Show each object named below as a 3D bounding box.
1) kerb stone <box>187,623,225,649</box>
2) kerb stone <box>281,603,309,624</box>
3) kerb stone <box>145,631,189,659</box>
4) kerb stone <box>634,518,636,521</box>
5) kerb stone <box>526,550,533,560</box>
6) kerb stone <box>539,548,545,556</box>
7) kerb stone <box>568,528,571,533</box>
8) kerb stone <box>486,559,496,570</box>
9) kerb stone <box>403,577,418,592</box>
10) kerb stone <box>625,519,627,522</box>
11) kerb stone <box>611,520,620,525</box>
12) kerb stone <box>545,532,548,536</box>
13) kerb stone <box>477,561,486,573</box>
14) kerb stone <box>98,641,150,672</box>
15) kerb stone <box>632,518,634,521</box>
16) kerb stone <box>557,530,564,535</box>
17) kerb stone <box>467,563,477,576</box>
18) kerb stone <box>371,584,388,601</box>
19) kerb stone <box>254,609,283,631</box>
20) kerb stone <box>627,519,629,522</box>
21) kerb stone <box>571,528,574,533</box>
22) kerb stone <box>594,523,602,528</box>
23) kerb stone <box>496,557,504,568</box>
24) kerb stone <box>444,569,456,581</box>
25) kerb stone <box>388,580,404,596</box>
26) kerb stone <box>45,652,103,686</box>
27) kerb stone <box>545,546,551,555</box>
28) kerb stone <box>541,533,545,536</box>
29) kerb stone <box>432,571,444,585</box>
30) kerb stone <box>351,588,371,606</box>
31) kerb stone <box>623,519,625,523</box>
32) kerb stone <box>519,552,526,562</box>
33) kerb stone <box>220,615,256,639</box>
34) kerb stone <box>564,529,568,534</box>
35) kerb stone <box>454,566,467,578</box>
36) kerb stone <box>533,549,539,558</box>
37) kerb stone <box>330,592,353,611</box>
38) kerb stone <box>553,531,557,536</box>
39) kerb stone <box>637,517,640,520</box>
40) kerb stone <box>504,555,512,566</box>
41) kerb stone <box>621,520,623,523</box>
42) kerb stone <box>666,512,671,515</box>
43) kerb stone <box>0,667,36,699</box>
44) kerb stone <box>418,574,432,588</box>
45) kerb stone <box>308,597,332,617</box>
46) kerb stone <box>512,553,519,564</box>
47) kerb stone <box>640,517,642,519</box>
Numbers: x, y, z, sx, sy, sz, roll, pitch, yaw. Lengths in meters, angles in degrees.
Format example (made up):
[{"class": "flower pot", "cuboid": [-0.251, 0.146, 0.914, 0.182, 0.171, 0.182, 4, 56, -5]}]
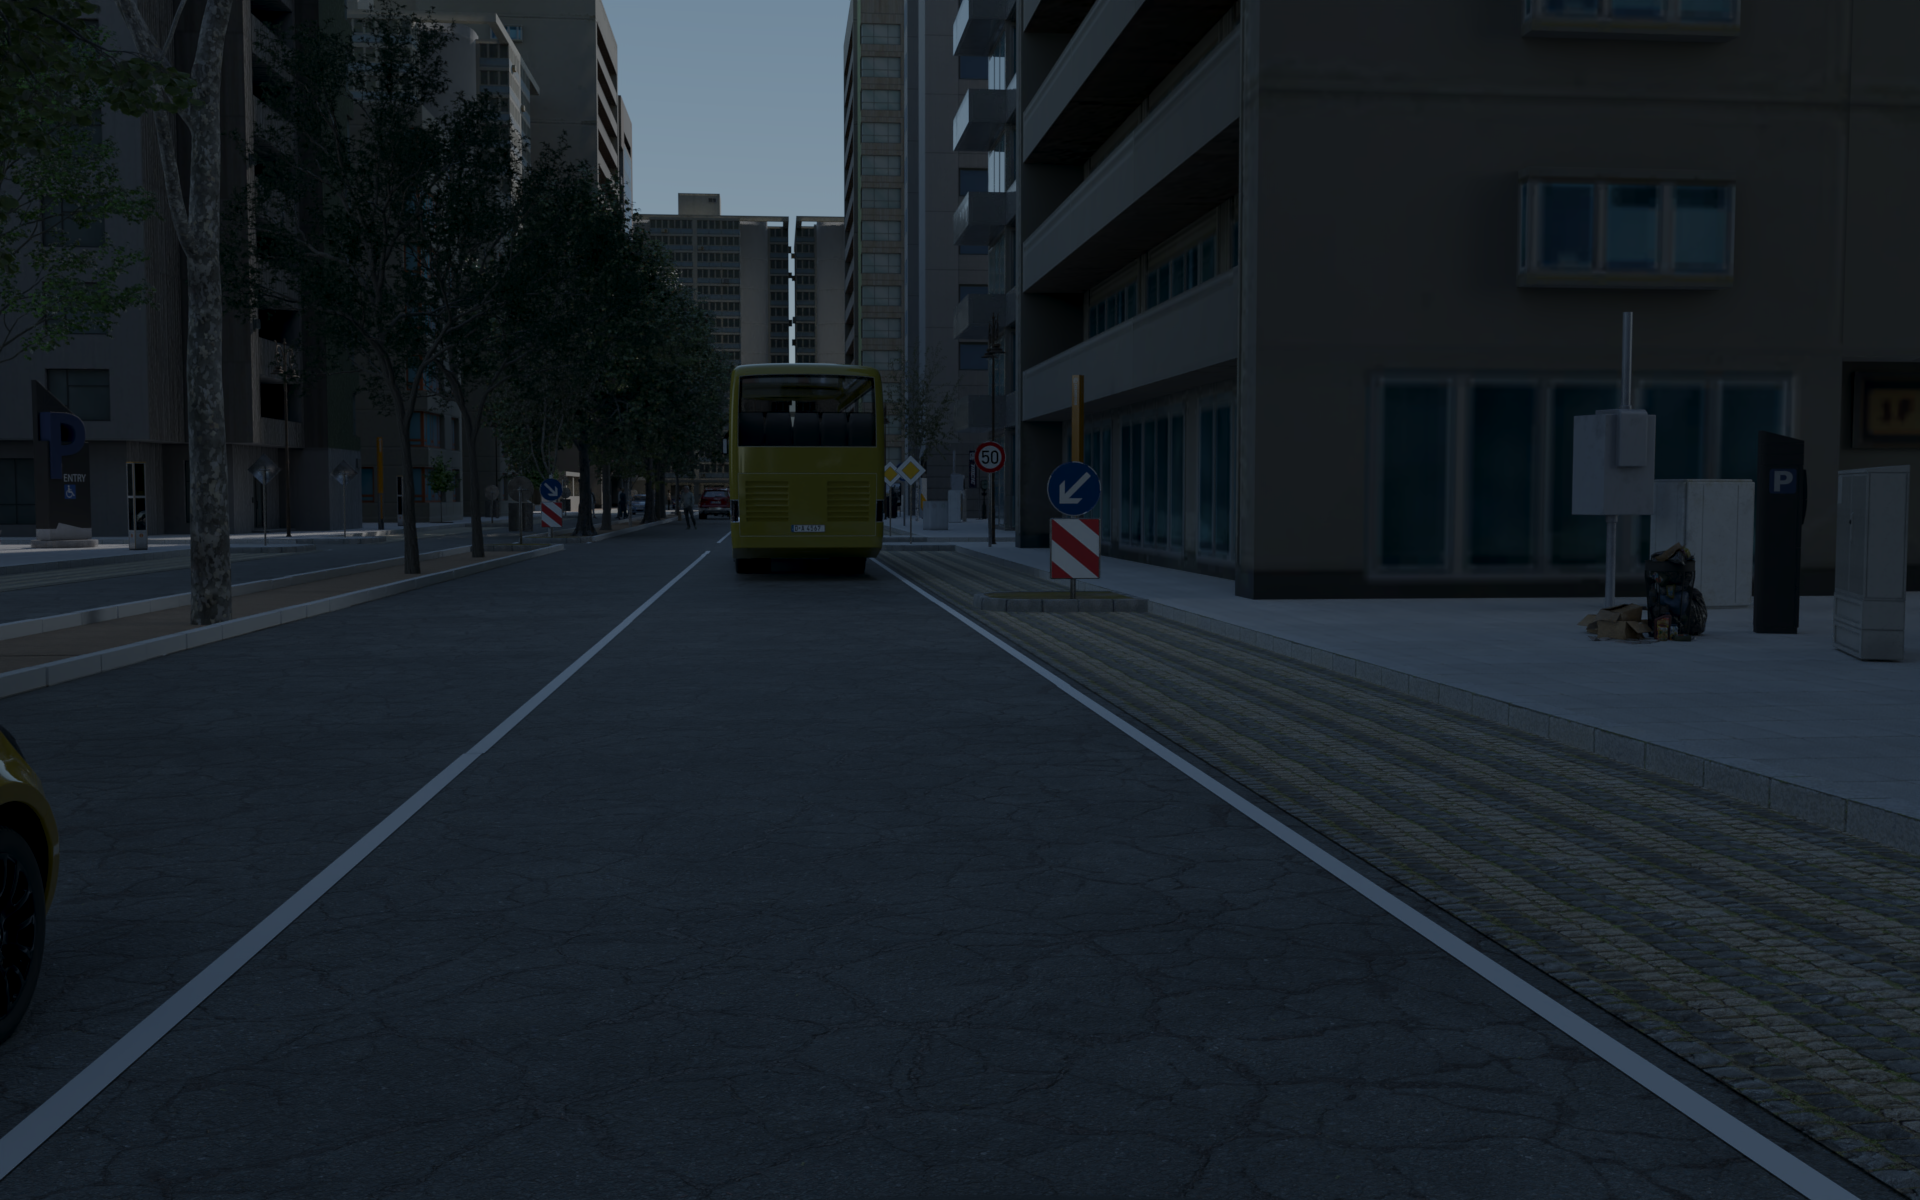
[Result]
[{"class": "kerb stone", "cuboid": [-7.234, 0.354, 16.455, 0.120, 0.150, 1.000, 0, 4, -6]}, {"class": "kerb stone", "cuboid": [-7.561, 0.164, 19.507, 0.120, 0.150, 1.000, 0, 4, -6]}, {"class": "kerb stone", "cuboid": [-7.127, 0.418, 15.432, 0.120, 0.150, 1.000, 0, 4, -6]}, {"class": "kerb stone", "cuboid": [-17.321, -4.221, 91.210, 0.120, 0.150, 1.000, 0, 4, -6]}, {"class": "kerb stone", "cuboid": [-9.516, -0.956, 37.830, 0.120, 0.150, 1.000, 0, 4, -6]}, {"class": "kerb stone", "cuboid": [-9.731, -1.081, 39.868, 0.120, 0.150, 1.000, 0, 4, -6]}, {"class": "kerb stone", "cuboid": [-14.281, -2.475, 62.665, 0.120, 0.150, 1.000, 0, 4, -6]}, {"class": "kerb stone", "cuboid": [-8.971, -0.645, 32.738, 0.120, 0.150, 1.000, 0, 4, -6]}, {"class": "kerb stone", "cuboid": [-8.218, -0.209, 25.619, 0.120, 0.150, 1.000, 0, 4, -6]}, {"class": "kerb stone", "cuboid": [-16.783, -3.909, 86.107, 0.120, 0.150, 1.000, 0, 4, -6]}, {"class": "kerb stone", "cuboid": [-16.346, -3.655, 82.019, 0.120, 0.150, 1.000, 0, 4, -6]}, {"class": "kerb stone", "cuboid": [-13.623, -2.101, 56.549, 0.120, 0.150, 1.000, 0, 4, -6]}, {"class": "kerb stone", "cuboid": [-8.870, -0.581, 31.721, 0.120, 0.150, 1.000, 0, 4, -6]}, {"class": "kerb stone", "cuboid": [-7.012, 0.480, 14.416, 0.120, 0.150, 1.000, 0, 4, -6]}, {"class": "kerb stone", "cuboid": [-17.224, -4.153, 90.189, 0.120, 0.150, 1.000, 0, 4, -6]}, {"class": "kerb stone", "cuboid": [-14.064, -2.351, 60.626, 0.120, 0.150, 1.000, 0, 4, -6]}, {"class": "kerb stone", "cuboid": [-8.751, -0.520, 30.706, 0.120, 0.150, 1.000, 0, 4, -6]}, {"class": "kerb stone", "cuboid": [-7.993, -0.085, 23.587, 0.120, 0.150, 1.000, 0, 4, -6]}, {"class": "kerb stone", "cuboid": [-7.459, 0.230, 18.488, 0.120, 0.150, 1.000, 0, 4, -6]}, {"class": "kerb stone", "cuboid": [-16.897, -3.966, 87.123, 0.120, 0.150, 1.000, 0, 4, -6]}, {"class": "kerb stone", "cuboid": [-14.389, -2.534, 63.682, 0.120, 0.150, 1.000, 0, 4, -6]}, {"class": "kerb stone", "cuboid": [-15.590, -3.220, 74.890, 0.120, 0.150, 1.000, 0, 4, -6]}, {"class": "kerb stone", "cuboid": [-9.084, -0.707, 33.754, 0.120, 0.150, 1.000, 0, 4, -6]}, {"class": "kerb stone", "cuboid": [-8.543, -0.390, 28.672, 0.120, 0.150, 1.000, 0, 4, -6]}, {"class": "kerb stone", "cuboid": [-8.099, -0.147, 24.604, 0.120, 0.150, 1.000, 0, 4, -6]}, {"class": "kerb stone", "cuboid": [-6.905, 0.541, 13.400, 0.120, 0.150, 1.000, 0, 4, -6]}, {"class": "kerb stone", "cuboid": [-9.843, -1.143, 40.887, 0.120, 0.150, 1.000, 0, 4, -6]}, {"class": "kerb stone", "cuboid": [-13.519, -2.037, 55.525, 0.120, 0.150, 1.000, 0, 4, -6]}, {"class": "kerb stone", "cuboid": [-8.432, -0.334, 27.656, 0.120, 0.150, 1.000, 0, 4, -6]}, {"class": "kerb stone", "cuboid": [-7.889, -0.023, 22.570, 0.120, 0.150, 1.000, 0, 4, -6]}, {"class": "kerb stone", "cuboid": [-16.674, -3.846, 85.080, 0.120, 0.150, 1.000, 0, 4, -6]}, {"class": "kerb stone", "cuboid": [-9.405, -0.894, 36.812, 0.120, 0.150, 1.000, 0, 4, -6]}, {"class": "kerb stone", "cuboid": [-7.343, 0.289, 17.472, 0.120, 0.150, 1.000, 0, 4, -6]}, {"class": "kerb stone", "cuboid": [-14.169, -2.410, 61.643, 0.120, 0.150, 1.000, 0, 4, -6]}, {"class": "kerb stone", "cuboid": [-8.640, -0.457, 29.690, 0.120, 0.150, 1.000, 0, 4, -6]}, {"class": "kerb stone", "cuboid": [-9.623, -1.015, 38.852, 0.120, 0.150, 1.000, 0, 4, -6]}, {"class": "kerb stone", "cuboid": [-7.769, 0.040, 21.551, 0.120, 0.150, 1.000, 0, 4, -6]}, {"class": "kerb stone", "cuboid": [-13.846, -2.226, 58.585, 0.120, 0.150, 1.000, 0, 4, -6]}, {"class": "kerb stone", "cuboid": [-17.657, -4.408, 94.267, 0.120, 0.150, 1.000, 0, 4, -6]}, {"class": "kerb stone", "cuboid": [-9.187, -0.768, 34.771, 0.120, 0.150, 1.000, 0, 4, -6]}, {"class": "kerb stone", "cuboid": [-16.568, -3.783, 84.064, 0.120, 0.150, 1.000, 0, 4, -6]}, {"class": "kerb stone", "cuboid": [-20.925, -6.277, 124.832, 0.120, 0.150, 1.000, 0, 4, -6]}, {"class": "kerb stone", "cuboid": [-6.802, 0.602, 12.368, 0.120, 0.150, 1.000, 0, 4, -6]}, {"class": "kerb stone", "cuboid": [-8.321, -0.272, 26.636, 0.120, 0.150, 1.000, 0, 4, -6]}, {"class": "kerb stone", "cuboid": [-7.666, 0.104, 20.533, 0.120, 0.150, 1.000, 0, 4, -6]}, {"class": "kerb stone", "cuboid": [-9.292, -0.831, 35.787, 0.120, 0.150, 1.000, 0, 4, -6]}, {"class": "kerb stone", "cuboid": [-17.760, -4.469, 95.286, 0.120, 0.150, 1.000, 0, 4, -6]}]
